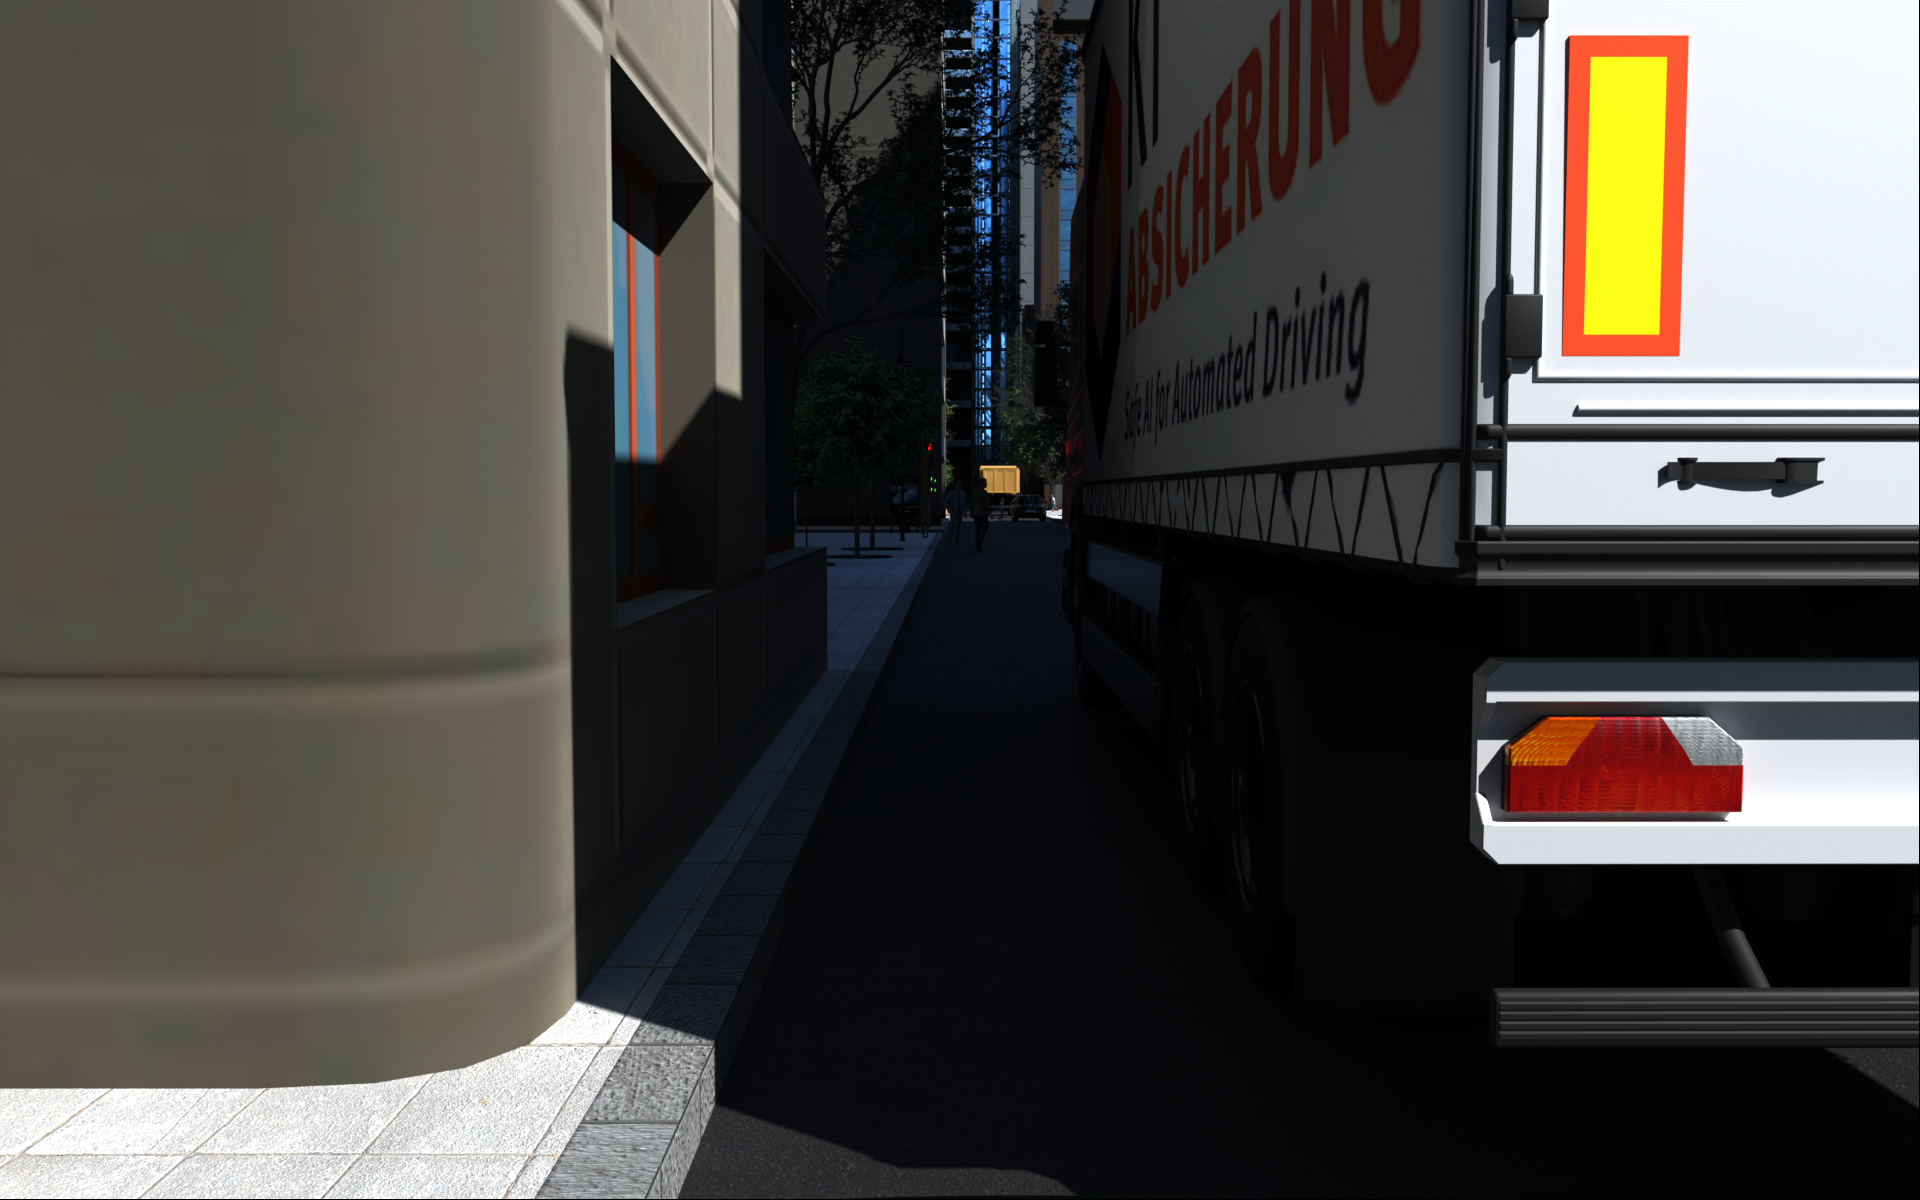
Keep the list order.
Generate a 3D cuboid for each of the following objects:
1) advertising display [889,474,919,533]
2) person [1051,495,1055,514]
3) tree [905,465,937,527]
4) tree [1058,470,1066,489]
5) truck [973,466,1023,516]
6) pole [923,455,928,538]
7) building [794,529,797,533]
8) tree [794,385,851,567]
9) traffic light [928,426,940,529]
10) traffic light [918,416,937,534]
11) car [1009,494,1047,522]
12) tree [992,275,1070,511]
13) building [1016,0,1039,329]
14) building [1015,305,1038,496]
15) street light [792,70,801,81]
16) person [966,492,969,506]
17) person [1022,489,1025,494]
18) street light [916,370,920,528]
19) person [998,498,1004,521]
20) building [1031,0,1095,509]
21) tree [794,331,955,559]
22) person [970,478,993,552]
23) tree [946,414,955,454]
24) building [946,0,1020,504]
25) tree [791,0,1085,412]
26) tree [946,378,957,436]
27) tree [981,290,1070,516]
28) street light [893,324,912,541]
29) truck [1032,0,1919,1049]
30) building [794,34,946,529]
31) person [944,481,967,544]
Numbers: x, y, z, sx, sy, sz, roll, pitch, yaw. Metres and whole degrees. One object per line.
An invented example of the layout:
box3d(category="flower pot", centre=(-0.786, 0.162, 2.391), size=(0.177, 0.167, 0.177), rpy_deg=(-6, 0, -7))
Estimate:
box3d(category="advertising display", centre=(-1.834, -3.160, 56.887), size=(0.974, 1.923, 0.123), rpy_deg=(-1, 4, -13))
box3d(category="person", centre=(6.107, -6.314, 113.968), size=(0.352, 1.250, 0.332), rpy_deg=(2, 4, 30))
box3d(category="tree", centre=(-1.808, -4.502, 68.216), size=(1.663, 3.219, 1.824), rpy_deg=(0, 3, 0))
box3d(category="tree", centre=(7.170, -7.111, 110.868), size=(1.663, 3.219, 1.824), rpy_deg=(0, 3, 0))
box3d(category="truck", centre=(2.619, -7.423, 117.288), size=(3.469, 3.379, 9.791), rpy_deg=(0, 4, 0))
box3d(category="pole", centre=(-1.016, -3.483, 50.784), size=(0.158, 3.312, 0.155), rpy_deg=(0, 3, 0))
box3d(category="building", centre=(-15.957, -25.811, 45.717), size=(21.600, 48.544, 21.300), rpy_deg=(0, 3, 0))
box3d(category="tree", centre=(-2.674, -2.212, 30.766), size=(1.663, 3.219, 1.824), rpy_deg=(0, 3, 0))
box3d(category="traffic light", centre=(-1.156, -4.580, 63.796), size=(0.839, 4.253, 0.868), rpy_deg=(0, 3, 0))
box3d(category="traffic light", centre=(-1.156, -4.091, 55.811), size=(0.839, 4.253, 0.868), rpy_deg=(0, 3, 0))
box3d(category="car", centre=(3.620, -4.976, 91.146), size=(2.009, 1.686, 4.222), rpy_deg=(0, 4, 0))
box3d(category="tree", centre=(7.032, -9.447, 71.474), size=(9.611, 12.733, 9.660), rpy_deg=(0, 3, 0))
box3d(category="building", centre=(16.997, -40.244, 199.996), size=(21.231, 58.520, 28.212), rpy_deg=(0, 3, 0))
box3d(category="building", centre=(19.744, -20.036, 172.623), size=(27.650, 21.520, 28.899), rpy_deg=(0, 3, 0))
box3d(category="street light", centre=(-1.577, -2.523, 14.036), size=(0.468, 5.910, 1.993), rpy_deg=(0, 3, 0))
box3d(category="person", centre=(0.823, -12.030, 206.658), size=(0.593, 1.643, 0.415), rpy_deg=(0, 4, 8))
box3d(category="person", centre=(5.714, -9.101, 155.756), size=(0.530, 1.710, 0.541), rpy_deg=(1, 4, 22))
box3d(category="street light", centre=(-1.582, -5.619, 64.662), size=(0.468, 5.910, 1.993), rpy_deg=(0, 3, 0))
box3d(category="person", centre=(2.155, -4.737, 90.962), size=(0.382, 1.210, 0.505), rpy_deg=(1, 4, 10))
box3d(category="building", centre=(13.636, -30.598, 150.387), size=(14.600, 45.320, 14.200), rpy_deg=(0, 3, 0))
box3d(category="tree", centre=(-2.159, -3.135, 34.970), size=(4.285, 4.588, 4.351), rpy_deg=(0, 3, 0))
box3d(category="person", centre=(0.531, -2.130, 43.237), size=(0.656, 1.842, 0.836), rpy_deg=(1, 4, 12))
box3d(category="tree", centre=(-2.436, -11.379, 136.411), size=(4.360, 8.622, 3.978), rpy_deg=(0, 3, 0))
box3d(category="building", centre=(2.492, -56.227, 231.976), size=(31.000, 86.520, 22.319), rpy_deg=(0, 3, 0))
box3d(category="tree", centre=(-2.262, -5.416, 22.971), size=(7.601, 10.594, 8.767), rpy_deg=(3, 4, 38))
box3d(category="tree", centre=(-2.305, -8.729, 93.073), size=(4.737, 8.622, 4.395), rpy_deg=(0, 3, 0))
box3d(category="tree", centre=(6.395, -11.671, 101.196), size=(12.009, 13.543, 11.850), rpy_deg=(0, 3, 0))
box3d(category="street light", centre=(-1.568, -4.545, 47.091), size=(0.468, 5.910, 1.993), rpy_deg=(0, 3, 0))
box3d(category="truck", centre=(1.978, -1.188, 8.341), size=(2.839, 4.237, 11.283), rpy_deg=(0, 4, 0))
box3d(category="building", centre=(-11.394, -27.847, 79.008), size=(21.300, 48.544, 21.600), rpy_deg=(0, 3, 0))
box3d(category="person", centre=(-0.106, -2.504, 49.532), size=(0.635, 1.810, 0.391), rpy_deg=(-2, 4, -27))
